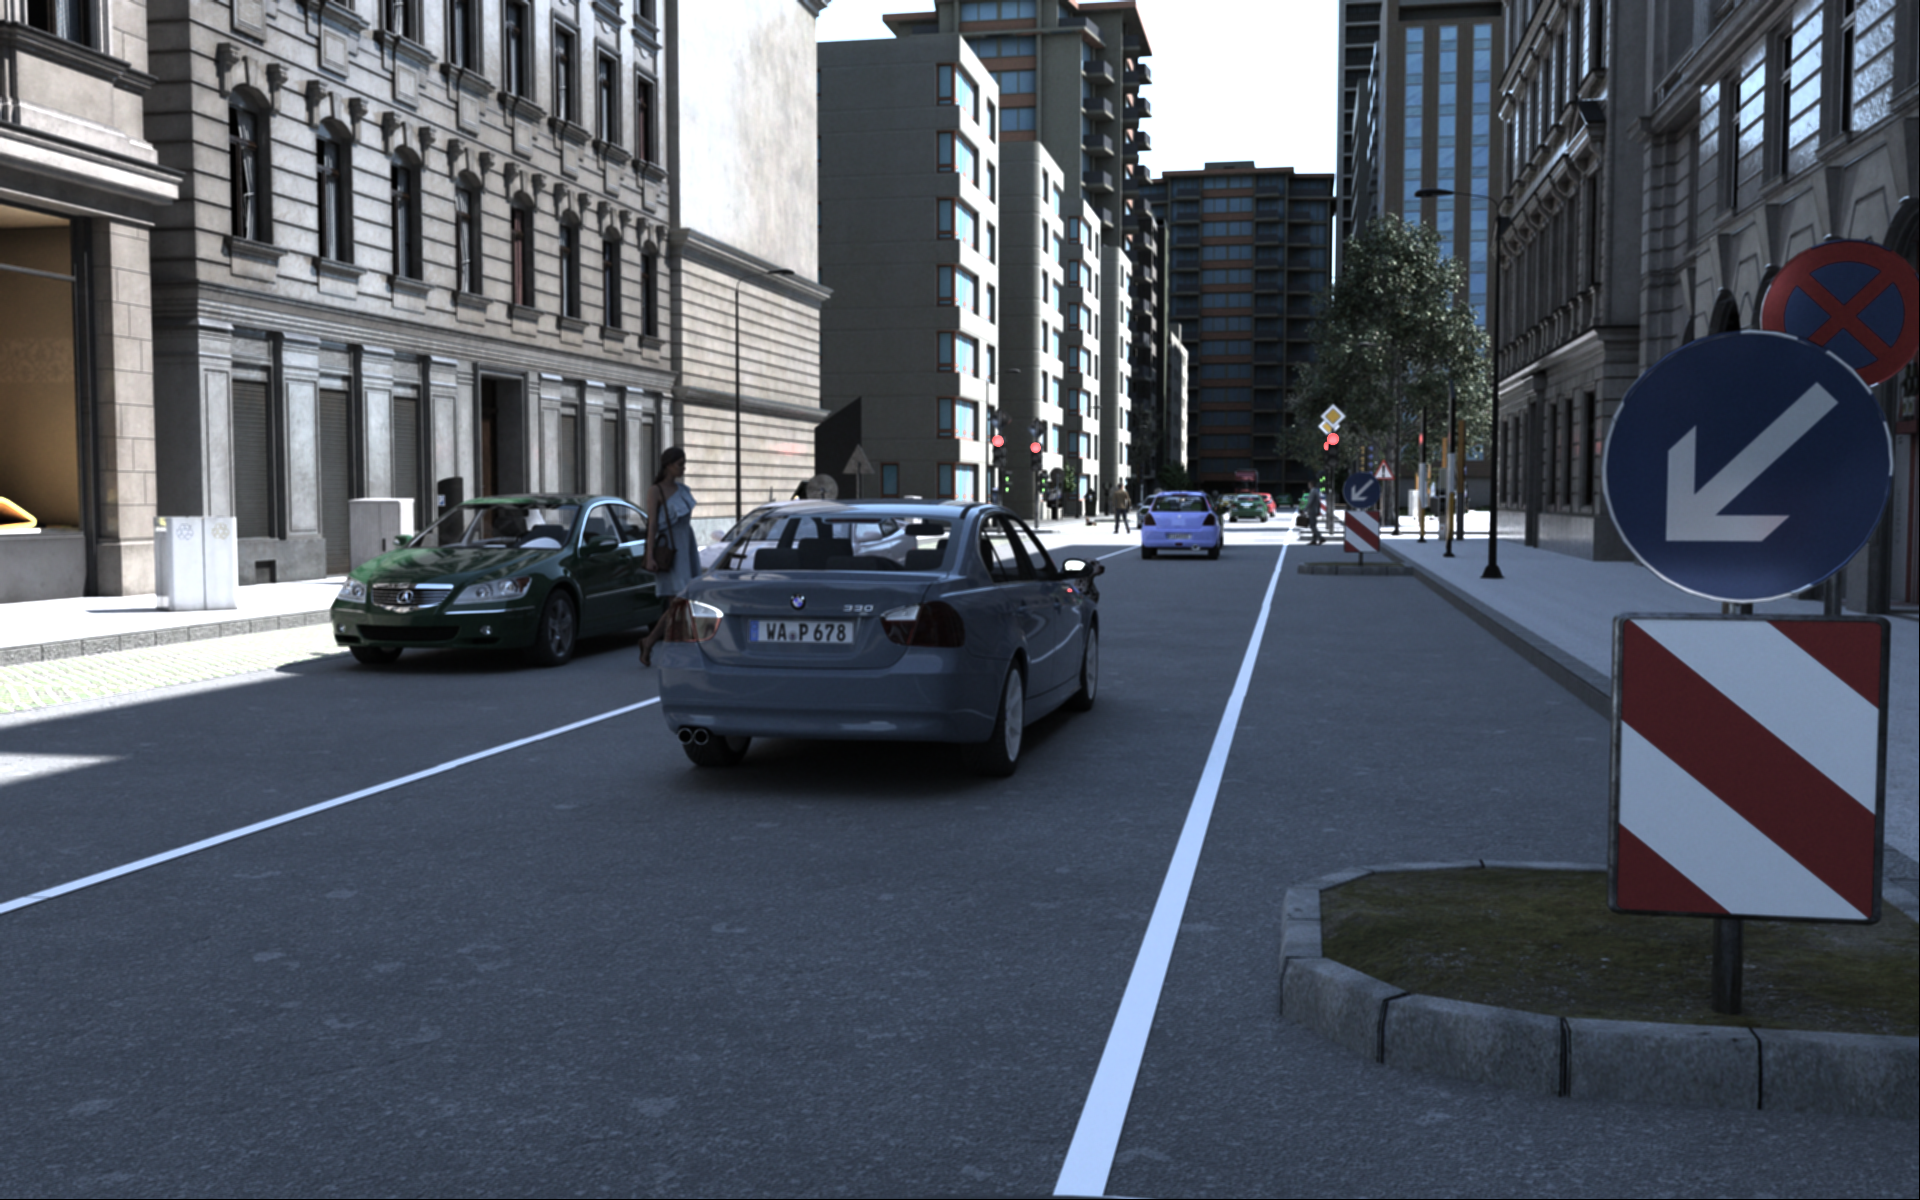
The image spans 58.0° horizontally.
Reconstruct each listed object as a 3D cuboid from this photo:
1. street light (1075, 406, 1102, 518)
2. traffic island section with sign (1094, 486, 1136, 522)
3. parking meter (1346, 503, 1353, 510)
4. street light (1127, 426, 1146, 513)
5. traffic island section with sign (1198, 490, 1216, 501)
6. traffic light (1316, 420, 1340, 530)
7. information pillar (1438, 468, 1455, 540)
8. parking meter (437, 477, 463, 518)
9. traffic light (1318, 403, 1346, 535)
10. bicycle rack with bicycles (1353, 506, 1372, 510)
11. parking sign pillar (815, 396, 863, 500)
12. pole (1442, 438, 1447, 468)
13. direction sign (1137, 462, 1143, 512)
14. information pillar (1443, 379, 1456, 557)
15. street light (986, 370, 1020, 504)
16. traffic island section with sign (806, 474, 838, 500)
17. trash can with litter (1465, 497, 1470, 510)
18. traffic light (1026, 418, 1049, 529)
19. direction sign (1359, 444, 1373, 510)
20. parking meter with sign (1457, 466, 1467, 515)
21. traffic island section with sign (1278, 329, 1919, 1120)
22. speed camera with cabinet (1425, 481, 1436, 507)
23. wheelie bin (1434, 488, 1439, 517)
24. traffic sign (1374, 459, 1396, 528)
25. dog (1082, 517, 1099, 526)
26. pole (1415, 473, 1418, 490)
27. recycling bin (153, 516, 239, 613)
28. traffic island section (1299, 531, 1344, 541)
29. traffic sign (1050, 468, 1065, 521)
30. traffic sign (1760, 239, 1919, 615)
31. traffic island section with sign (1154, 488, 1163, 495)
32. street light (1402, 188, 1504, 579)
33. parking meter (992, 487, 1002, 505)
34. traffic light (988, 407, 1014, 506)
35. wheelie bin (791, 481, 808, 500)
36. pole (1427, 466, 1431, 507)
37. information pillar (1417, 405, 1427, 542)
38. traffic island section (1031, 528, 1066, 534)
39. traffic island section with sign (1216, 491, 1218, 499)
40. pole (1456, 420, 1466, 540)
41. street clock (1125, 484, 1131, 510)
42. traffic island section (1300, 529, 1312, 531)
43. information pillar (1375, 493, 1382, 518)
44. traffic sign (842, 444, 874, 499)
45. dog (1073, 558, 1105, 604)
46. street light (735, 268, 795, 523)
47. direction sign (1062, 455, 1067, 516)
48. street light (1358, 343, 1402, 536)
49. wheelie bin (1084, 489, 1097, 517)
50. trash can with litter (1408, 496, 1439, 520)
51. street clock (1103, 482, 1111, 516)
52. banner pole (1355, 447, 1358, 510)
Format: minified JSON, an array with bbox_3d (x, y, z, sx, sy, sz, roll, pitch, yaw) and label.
[{"bbox_3d":[6.784,-7.280,91.562,1.470,5.913,1.316,1,4,11],"label":"street light"},{"bbox_3d":[7.924,-4.855,88.015,1.989,1.847,2.006,1,4,11],"label":"traffic island section with sign"},{"bbox_3d":[25.766,-6.658,114.567,0.399,1.863,0.255,2,4,31],"label":"parking meter"},{"bbox_3d":[12.014,-8.912,118.257,1.470,5.913,1.316,1,4,11],"label":"street light"},{"bbox_3d":[22.860,-9.479,163.610,1.989,1.847,2.006,1,4,11],"label":"traffic island section with sign"},{"bbox_3d":[13.106,-4.450,61.677,0.839,4.253,0.868,1,4,11],"label":"traffic light"},{"bbox_3d":[13.503,-2.665,48.066,0.304,2.012,0.304,-2,4,-27],"label":"information pillar"},{"bbox_3d":[-7.585,-1.064,25.807,0.372,1.533,0.369,0,3,0],"label":"parking meter"},{"bbox_3d":[11.559,-3.971,53.843,0.839,4.253,0.868,1,4,11],"label":"traffic light"},{"bbox_3d":[28.576,-6.599,121.275,2.925,0.926,2.852,0,4,-5],"label":"bicycle rack with bicycles"},{"bbox_3d":[-3.346,-3.627,47.767,1.447,3.967,1.447,0,4,0],"label":"parking sign pillar"},{"bbox_3d":[17.479,-4.204,62.577,0.158,3.312,0.155,0,3,0],"label":"pole"},{"bbox_3d":[12.872,-8.075,124.020,0.379,3.537,0.876,-1,4,-21],"label":"direction sign"},{"bbox_3d":[9.988,-2.684,35.243,0.183,3.616,0.504,1,4,8],"label":"information pillar"},{"bbox_3d":[1.552,-5.647,64.867,1.470,5.913,1.316,1,4,11],"label":"street light"},{"bbox_3d":[-2.794,-1.537,33.763,1.989,1.847,2.006,1,4,11],"label":"traffic island section with sign"},{"bbox_3d":[38.811,-7.424,132.766,0.624,1.170,1.055,1,4,8],"label":"trash can with litter"},{"bbox_3d":[2.839,-4.572,63.681,0.839,4.253,0.868,1,4,11],"label":"traffic light"},{"bbox_3d":[18.238,-5.251,77.855,0.876,3.537,0.379,-2,4,-33],"label":"direction sign"},{"bbox_3d":[30.921,-6.766,106.891,0.543,3.016,1.738,1,4,18],"label":"parking meter with sign"},{"bbox_3d":[1.941,0.223,4.976,1.989,1.847,2.006,1,4,11],"label":"traffic island section with sign"},{"bbox_3d":[34.218,-7.996,125.075,0.660,3.252,2.038,-1,4,-11],"label":"speed camera with cabinet"},{"bbox_3d":[26.510,-5.335,95.143,0.980,1.594,0.693,-1,4,-17],"label":"wheelie bin"},{"bbox_3d":[15.795,-3.953,64.629,0.884,2.594,0.081,1,4,17],"label":"traffic sign"},{"bbox_3d":[5.862,-3.520,77.745,0.550,0.427,0.748,-2,4,-35],"label":"dog"},{"bbox_3d":[30.781,-7.517,116.742,0.158,3.312,0.155,0,3,0],"label":"pole"},{"bbox_3d":[-8.470,-0.406,19.199,0.722,1.027,0.722,-3,4,-36],"label":"recycling bin"},{"bbox_3d":[11.596,-1.937,53.949,2.009,0.180,2.903,1,4,11],"label":"traffic island section"},{"bbox_3d":[4.670,-5.086,83.263,0.768,2.556,0.104,1,4,18],"label":"traffic sign"},{"bbox_3d":[4.435,-0.530,8.766,0.768,2.556,0.104,1,4,17],"label":"traffic sign"},{"bbox_3d":[13.176,-6.483,114.632,1.989,1.847,2.006,1,4,11],"label":"traffic island section with sign"},{"bbox_3d":[7.600,-3.293,26.386,1.470,5.913,1.316,1,4,11],"label":"street light"},{"bbox_3d":[1.417,-3.558,66.584,0.372,1.533,0.369,0,3,0],"label":"parking meter"},{"bbox_3d":[1.292,-4.093,55.846,0.839,4.253,0.868,1,4,11],"label":"traffic light"},{"bbox_3d":[-3.584,-2.039,41.247,0.693,1.594,0.980,2,4,28],"label":"wheelie bin"},{"bbox_3d":[32.241,-7.663,119.140,0.158,3.312,0.155,0,3,0],"label":"pole"},{"bbox_3d":[12.293,-3.346,46.057,0.183,3.616,0.504,0,4,3],"label":"information pillar"},{"bbox_3d":[2.802,-2.541,63.823,2.009,0.180,2.903,1,4,11],"label":"traffic island section"},{"bbox_3d":[28.068,-11.097,190.059,1.989,1.847,2.006,1,4,11],"label":"traffic island section with sign"},{"bbox_3d":[13.876,-3.311,47.974,0.158,3.312,0.155,0,3,0],"label":"pole"},{"bbox_3d":[12.064,-7.328,124.377,0.471,2.002,0.358,0,4,-1],"label":"street clock"},{"bbox_3d":[13.143,-2.416,61.783,2.009,0.180,2.903,1,4,11],"label":"traffic island section"},{"bbox_3d":[21.294,-5.106,87.972,0.304,2.012,0.304,2,4,30],"label":"information pillar"},{"bbox_3d":[-2.665,-2.767,45.245,0.884,2.594,0.081,1,4,17],"label":"traffic sign"},{"bbox_3d":[1.179,-0.005,16.918,0.513,0.831,0.800,1,4,8],"label":"dog"},{"bbox_3d":[-4.090,-3.875,35.892,1.470,5.913,1.316,1,4,11],"label":"street light"},{"bbox_3d":[6.005,-6.549,99.073,0.379,3.537,0.876,0,4,6],"label":"direction sign"},{"bbox_3d":[12.903,-4.933,53.199,1.470,5.913,1.316,1,4,11],"label":"street light"},{"bbox_3d":[7.460,-5.555,98.739,0.693,1.594,0.980,-1,4,-11],"label":"wheelie bin"},{"bbox_3d":[22.875,-4.512,84.832,2.233,1.210,1.678,0,4,-7],"label":"trash can with litter"},{"bbox_3d":[8.678,-5.981,102.362,0.471,2.002,0.358,-2,4,-24],"label":"street clock"},{"bbox_3d":[19.332,-5.773,84.412,0.401,3.779,0.863,1,4,16],"label":"banner pole"}]
